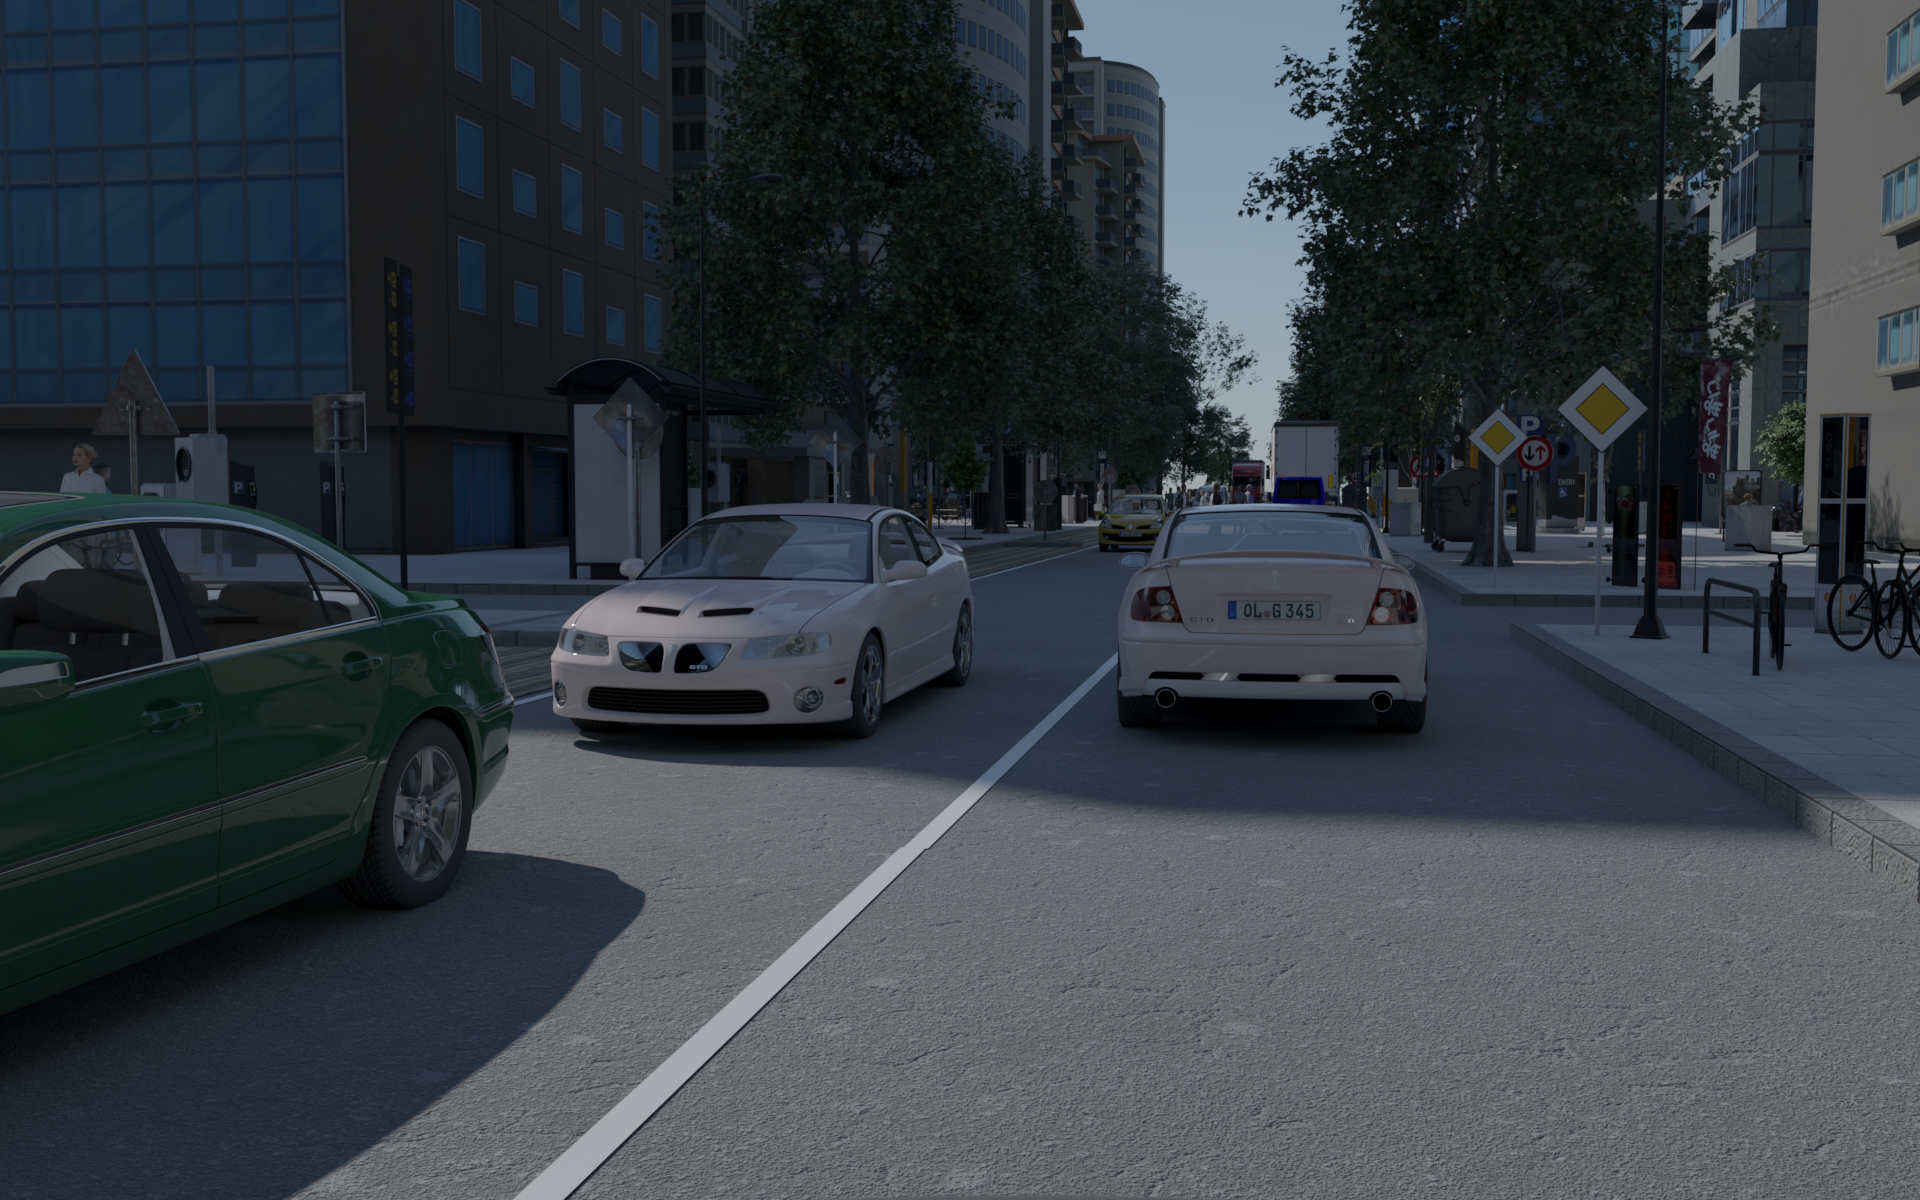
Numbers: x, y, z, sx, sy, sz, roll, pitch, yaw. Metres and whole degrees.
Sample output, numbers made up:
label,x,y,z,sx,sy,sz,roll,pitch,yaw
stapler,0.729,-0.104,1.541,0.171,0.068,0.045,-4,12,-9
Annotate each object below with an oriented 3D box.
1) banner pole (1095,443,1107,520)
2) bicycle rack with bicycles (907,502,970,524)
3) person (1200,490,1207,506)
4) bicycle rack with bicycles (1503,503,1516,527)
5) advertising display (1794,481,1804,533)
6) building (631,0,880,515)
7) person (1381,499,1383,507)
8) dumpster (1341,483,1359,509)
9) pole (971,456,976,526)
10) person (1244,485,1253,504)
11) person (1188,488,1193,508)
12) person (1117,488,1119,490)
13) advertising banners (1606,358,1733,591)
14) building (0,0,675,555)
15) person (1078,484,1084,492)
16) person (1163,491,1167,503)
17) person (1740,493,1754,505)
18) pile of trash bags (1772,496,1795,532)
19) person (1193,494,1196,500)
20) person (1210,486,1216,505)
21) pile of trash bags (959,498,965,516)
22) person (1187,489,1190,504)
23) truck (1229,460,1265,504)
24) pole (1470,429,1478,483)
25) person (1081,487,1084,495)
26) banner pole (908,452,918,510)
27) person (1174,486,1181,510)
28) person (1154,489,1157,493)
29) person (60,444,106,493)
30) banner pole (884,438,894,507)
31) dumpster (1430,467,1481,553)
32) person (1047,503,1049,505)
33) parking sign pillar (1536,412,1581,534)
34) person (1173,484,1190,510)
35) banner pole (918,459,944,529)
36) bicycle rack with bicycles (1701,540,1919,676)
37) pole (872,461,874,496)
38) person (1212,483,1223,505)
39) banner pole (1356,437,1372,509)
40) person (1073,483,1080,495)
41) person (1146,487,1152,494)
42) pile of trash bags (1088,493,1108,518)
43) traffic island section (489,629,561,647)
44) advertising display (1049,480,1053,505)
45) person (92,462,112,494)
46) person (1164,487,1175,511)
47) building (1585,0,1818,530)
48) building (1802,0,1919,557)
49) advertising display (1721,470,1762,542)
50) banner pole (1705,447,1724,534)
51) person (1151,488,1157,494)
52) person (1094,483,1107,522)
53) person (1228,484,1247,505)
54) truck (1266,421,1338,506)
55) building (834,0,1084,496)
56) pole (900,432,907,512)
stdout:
label,x,y,z,sx,sy,sz,roll,pitch,yaw
banner pole,6.784,-5.764,84.254,0.863,3.779,0.401,3,4,37
bicycle rack with bicycles,-1.334,-3.698,73.842,2.852,0.926,2.925,-3,5,-40
person,10.787,-4.069,76.847,0.330,1.601,0.589,0,4,3
bicycle rack with bicycles,20.624,-3.311,67.514,2.925,0.926,2.852,-2,4,-27
advertising display,27.622,-3.169,57.029,0.123,1.923,0.974,3,4,36
building,-20.425,-23.200,71.200,32.217,40.220,23.993,1,4,11
person,37.643,-8.877,154.412,0.991,1.433,0.599,-3,4,-39
dumpster,21.298,-5.392,93.909,1.264,1.857,1.865,1,4,11
pole,0.543,-4.630,69.543,0.158,3.312,0.155,0,3,0
person,10.342,-3.254,62.183,0.515,1.767,0.782,0,4,-5
person,21.612,-9.561,162.459,0.705,1.812,1.348,-1,4,-12
person,14.893,-9.592,162.858,1.348,1.826,0.705,-1,4,-21
advertising banners,9.529,-1.660,23.333,0.090,3.025,2.074,-2,4,-23
building,-16.250,-24.013,42.720,14.600,45.320,14.200,1,4,11
person,6.187,-5.098,89.581,0.419,1.800,0.721,1,4,13
person,28.648,-14.353,241.530,0.721,1.723,1.217,-2,4,-26
person,20.075,-2.072,44.186,0.475,1.303,0.640,1,4,12
pile of trash bags,28.231,-3.014,59.027,3.447,1.369,1.912,2,4,35
person,13.936,-5.518,101.901,0.799,1.438,0.628,3,5,44
person,10.039,-3.603,68.089,0.598,1.740,0.731,-2,4,-33
pile of trash bags,0.673,-5.511,99.858,1.912,1.369,3.447,-1,4,-22
person,21.939,-9.796,166.346,0.705,1.807,1.348,1,4,18
truck,24.010,-9.500,144.241,2.839,4.237,11.283,1,4,11
pole,16.111,-3.699,54.326,0.158,3.312,0.155,0,3,0
person,8.033,-6.713,116.322,0.721,1.766,1.217,-1,4,-21
banner pole,-2.757,-6.836,101.788,0.863,3.779,0.401,0,4,-5
person,10.127,-4.369,80.122,0.419,1.800,0.721,-1,4,-22
person,19.577,-10.214,173.586,0.990,1.755,0.434,1,4,19
person,-9.038,-0.713,17.929,0.478,1.798,0.641,1,4,12
banner pole,-3.104,-5.202,75.070,0.401,3.779,0.863,2,4,34
dumpster,11.147,-2.000,38.451,1.264,1.857,1.865,1,4,11
person,3.543,-3.761,72.201,0.362,1.253,0.373,-1,4,-18
parking sign pillar,19.518,-4.158,56.454,1.447,3.967,1.447,-1,4,-22
person,8.805,-3.646,68.099,0.794,1.824,0.713,-1,4,-18
banner pole,-0.986,-4.537,64.200,0.863,3.779,0.401,2,4,26
bicycle rack with bicycles,6.847,0.022,13.021,2.852,0.926,2.925,1,4,14
pole,-4.488,-5.772,88.212,0.158,3.312,0.155,0,3,0
person,7.794,-2.684,52.811,0.534,1.772,0.576,-2,4,-24
banner pole,17.782,-5.289,76.489,0.863,3.779,0.401,0,4,6
person,5.947,-4.987,87.439,0.638,1.841,0.748,-1,4,-13
person,9.699,-4.880,88.627,0.599,1.781,0.374,0,4,-4
pile of trash bags,7.557,-5.200,94.778,1.912,1.369,3.447,0,4,-5
traffic island section,-3.345,0.294,17.477,2.009,0.180,2.903,1,4,11
advertising display,3.794,-4.362,76.536,0.123,1.923,0.974,2,4,33
person,-10.980,-0.836,22.032,0.748,1.841,0.638,2,4,35
person,11.368,-5.183,93.522,0.678,1.792,0.850,0,4,-5
building,39.617,-46.429,71.784,22.319,86.520,31.000,1,4,11
building,30.702,-25.210,35.890,21.600,48.544,21.300,1,4,11
advertising display,20.858,-2.509,46.237,0.974,1.923,0.123,1,4,10
banner pole,24.176,-3.998,55.389,0.863,3.779,0.401,-1,4,-15
person,18.213,-9.618,163.306,1.348,1.823,0.705,-1,4,-11
person,6.577,-4.554,80.846,0.624,1.780,0.694,2,4,32
person,9.778,-3.209,61.327,0.716,1.782,0.532,2,4,28
truck,14.213,-5.088,72.106,2.839,4.237,11.283,1,4,9
building,-1.551,-30.020,145.457,22.147,44.769,28.867,1,4,11
pole,-1.669,-3.510,51.236,0.158,3.312,0.155,0,3,0
